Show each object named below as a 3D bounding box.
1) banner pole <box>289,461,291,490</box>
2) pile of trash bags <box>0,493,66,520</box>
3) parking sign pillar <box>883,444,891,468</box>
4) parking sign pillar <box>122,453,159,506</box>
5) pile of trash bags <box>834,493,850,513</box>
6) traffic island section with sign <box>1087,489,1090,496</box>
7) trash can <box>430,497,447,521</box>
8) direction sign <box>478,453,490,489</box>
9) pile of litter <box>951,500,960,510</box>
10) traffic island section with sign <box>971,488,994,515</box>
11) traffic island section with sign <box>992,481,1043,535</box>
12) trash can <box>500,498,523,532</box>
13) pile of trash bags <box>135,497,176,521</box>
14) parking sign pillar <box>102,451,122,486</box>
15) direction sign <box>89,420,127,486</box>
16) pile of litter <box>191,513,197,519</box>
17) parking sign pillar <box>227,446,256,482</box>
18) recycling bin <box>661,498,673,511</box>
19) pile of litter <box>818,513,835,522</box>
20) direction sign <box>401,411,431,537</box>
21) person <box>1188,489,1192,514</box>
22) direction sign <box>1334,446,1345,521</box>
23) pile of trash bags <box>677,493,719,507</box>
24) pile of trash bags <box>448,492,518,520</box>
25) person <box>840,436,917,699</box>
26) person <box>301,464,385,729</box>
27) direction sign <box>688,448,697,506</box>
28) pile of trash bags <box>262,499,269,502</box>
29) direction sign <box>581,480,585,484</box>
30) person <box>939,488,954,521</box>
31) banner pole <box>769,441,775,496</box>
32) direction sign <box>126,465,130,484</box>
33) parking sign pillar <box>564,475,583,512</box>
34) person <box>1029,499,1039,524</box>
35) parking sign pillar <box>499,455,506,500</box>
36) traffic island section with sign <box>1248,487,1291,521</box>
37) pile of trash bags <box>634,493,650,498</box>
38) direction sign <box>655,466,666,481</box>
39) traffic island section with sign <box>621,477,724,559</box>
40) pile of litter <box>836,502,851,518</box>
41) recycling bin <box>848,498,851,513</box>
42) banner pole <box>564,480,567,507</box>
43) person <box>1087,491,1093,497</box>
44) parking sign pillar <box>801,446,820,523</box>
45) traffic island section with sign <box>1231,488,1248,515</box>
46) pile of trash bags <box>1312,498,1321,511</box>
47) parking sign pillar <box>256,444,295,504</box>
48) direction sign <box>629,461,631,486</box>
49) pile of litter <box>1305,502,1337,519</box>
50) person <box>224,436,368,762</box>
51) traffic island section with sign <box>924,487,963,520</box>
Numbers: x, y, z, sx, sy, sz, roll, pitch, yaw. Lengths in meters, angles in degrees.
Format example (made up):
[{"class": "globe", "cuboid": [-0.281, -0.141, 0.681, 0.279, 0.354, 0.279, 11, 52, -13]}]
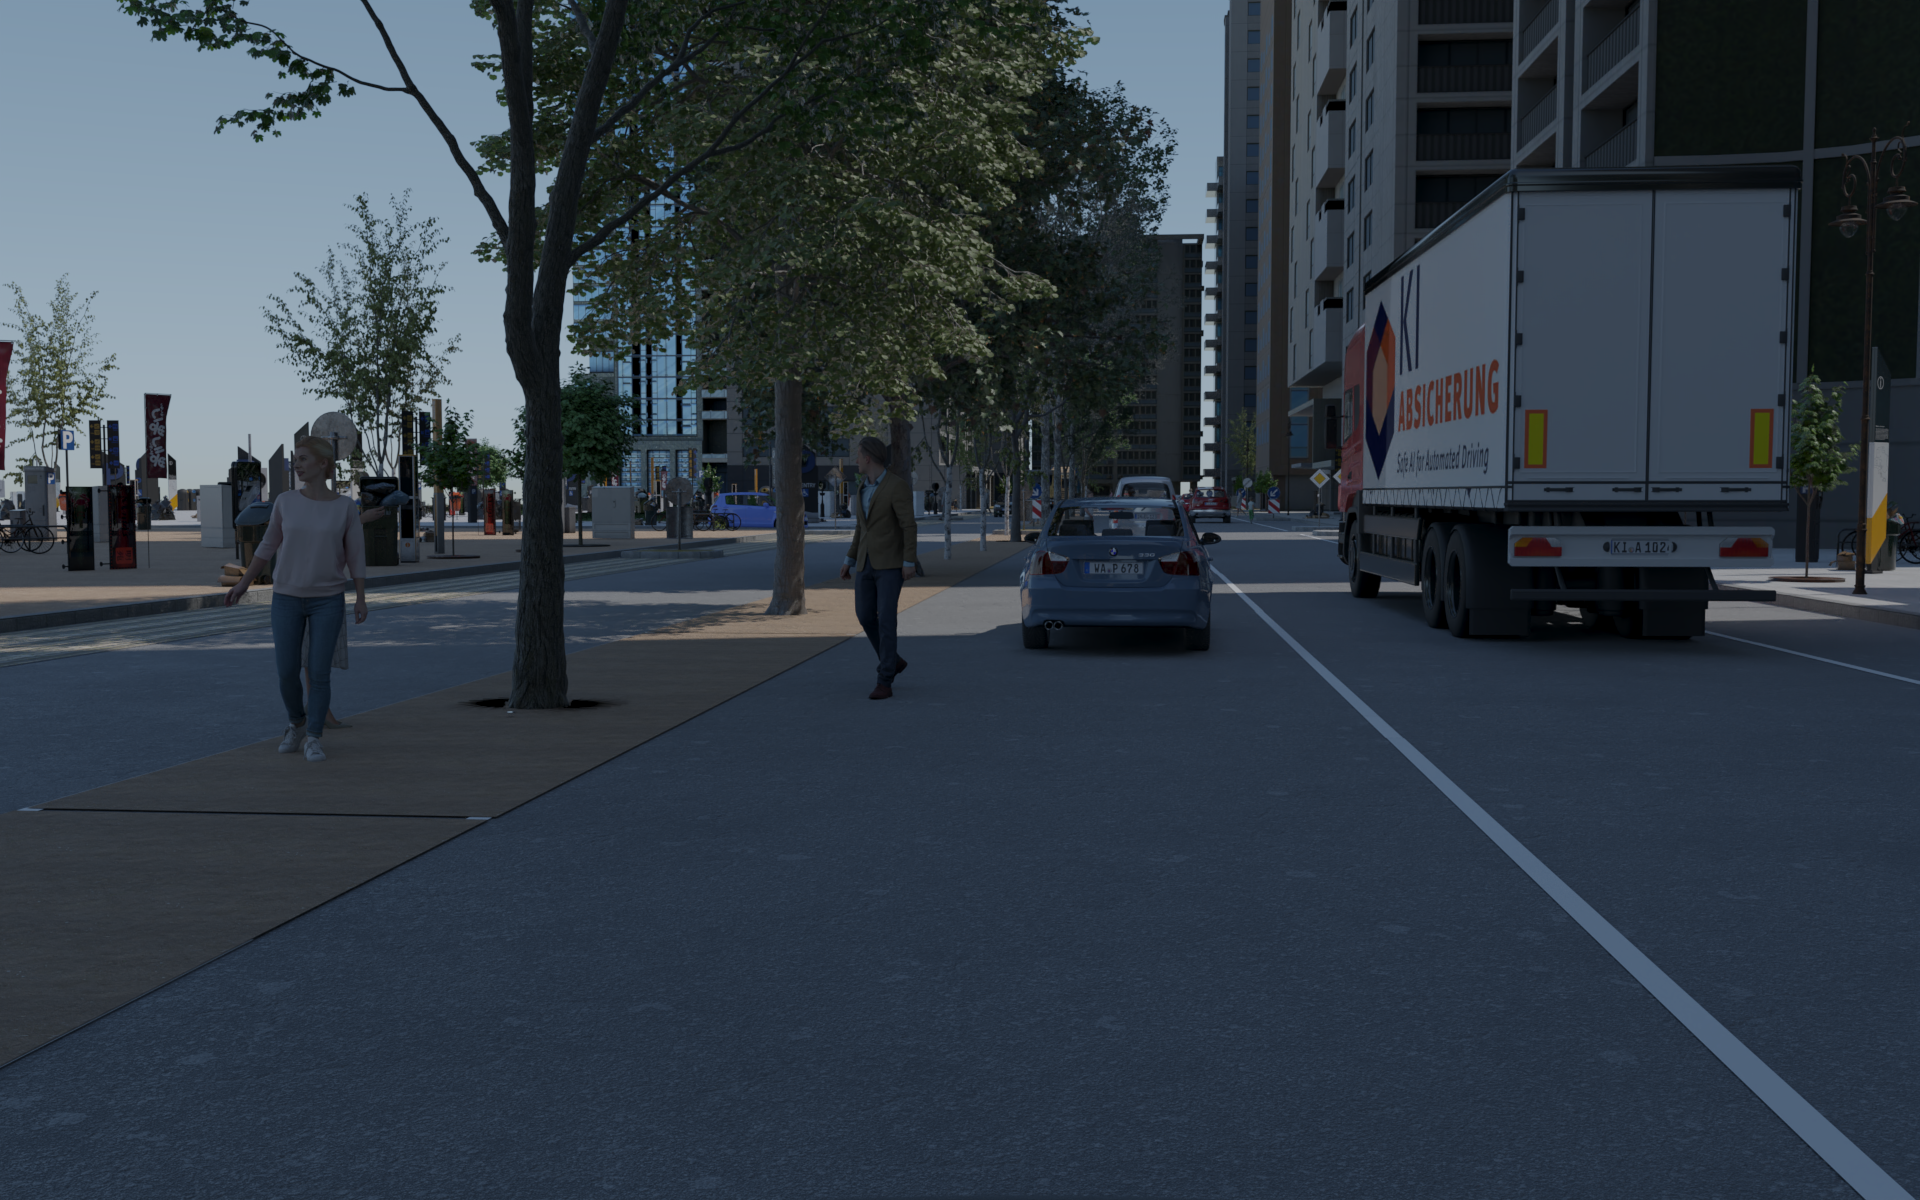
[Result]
[{"class": "banner pole", "cuboid": [-44.942, -7.681, 115.595, 0.863, 3.779, 0.401, 0, 4, 2]}, {"class": "pile of trash bags", "cuboid": [-46.426, -4.713, 86.804, 3.447, 1.369, 1.912, -1, 4, -20]}, {"class": "parking sign pillar", "cuboid": [-4.113, -6.181, 89.527, 1.447, 3.967, 1.447, -1, 4, -18]}, {"class": "parking sign pillar", "cuboid": [-42.238, -6.207, 89.949, 1.447, 3.967, 1.447, 1, 4, 12]}, {"class": "pile of trash bags", "cuboid": [-8.371, -6.274, 112.327, 1.912, 1.369, 3.447, 3, 5, 39]}, {"class": "traffic island section with sign", "cuboid": [10.449, -8.284, 143.586, 2.006, 1.907, 1.989, 0, 4, 6]}, {"class": "trash can", "cuboid": [-23.880, -4.143, 79.392, 0.748, 1.137, 0.748, 0, 3, 0]}, {"class": "direction sign", "cuboid": [-26.064, -6.282, 94.706, 0.876, 3.537, 0.379, 1, 4, 19]}, {"class": "pile of litter", "cuboid": [-0.634, -7.719, 140.168, 1.176, 0.858, 1.719, 0, 4, -4]}, {"class": "traffic island section with sign", "cuboid": [1.821, -6.904, 121.503, 1.989, 1.847, 2.006, 0, 4, 6]}, {"class": "traffic island section with sign", "cuboid": [2.224, -3.261, 61.450, 2.006, 1.907, 1.989, 0, 4, 6]}, {"class": "trash can", "cuboid": [-15.071, -2.848, 58.214, 0.748, 1.137, 0.748, 0, 3, 0]}, {"class": "pile of trash bags", "cuboid": [-40.213, -4.593, 84.848, 3.447, 1.369, 1.912, 1, 4, 12]}, {"class": "parking sign pillar", "cuboid": [-52.964, -7.339, 108.460, 1.447, 3.967, 1.447, -3, 4, -38]}, {"class": "direction sign", "cuboid": [-26.171, -3.734, 53.041, 0.876, 3.537, 0.379, 0, 4, -5]}, {"class": "pile of litter", "cuboid": [-40.012, -4.734, 91.371, 1.176, 0.858, 1.719, 0, 4, -5]}, {"class": "parking sign pillar", "cuboid": [-39.924, -6.653, 97.242, 1.447, 3.967, 1.447, 0, 4, 3]}, {"class": "recycling bin", "cuboid": [-21.159, -6.869, 124.858, 0.722, 1.027, 0.722, 1, 4, 9]}, {"class": "pile of litter", "cuboid": [-6.866, -3.998, 79.333, 1.719, 0.858, 1.176, 3, 5, 41]}, {"class": "direction sign", "cuboid": [-14.873, -3.392, 47.457, 0.379, 3.537, 0.876, 3, 5, 41]}, {"class": "person", "cuboid": [16.022, -6.875, 121.077, 0.590, 1.801, 0.661, 2, 4, 30]}, {"class": "direction sign", "cuboid": [18.129, -5.501, 81.943, 0.876, 3.537, 0.379, -1, 4, -10]}, {"class": "pile of trash bags", "cuboid": [-20.210, -7.553, 133.246, 3.447, 1.369, 1.912, 0, 4, 2]}, {"class": "pile of trash bags", "cuboid": [-23.726, -4.682, 86.300, 3.447, 1.369, 1.912, -2, 4, -32]}, {"class": "person", "cuboid": [-0.582, -0.245, 12.413, 0.656, 1.842, 0.836, 1, 4, 15]}, {"class": "person", "cuboid": [-3.816, -0.093, 10.584, 0.524, 1.755, 0.480, -2, 4, -32]}, {"class": "direction sign", "cuboid": [-13.140, -5.696, 85.121, 0.379, 3.537, 0.876, 1, 4, 16]}, {"class": "pile of trash bags", "cuboid": [-55.395, -7.709, 135.799, 1.912, 1.369, 3.447, 0, 4, -1]}, {"class": "direction sign", "cuboid": [-29.154, -8.615, 132.849, 0.876, 3.537, 0.379, -3, 5, -40]}, {"class": "person", "cuboid": [-0.748, -5.127, 92.608, 0.850, 1.792, 0.678, 1, 4, 14]}, {"class": "banner pole", "cuboid": [-8.865, -5.639, 82.217, 0.401, 3.779, 0.863, -3, 5, -44]}, {"class": "direction sign", "cuboid": [-65.800, -8.845, 136.618, 0.379, 3.537, 0.876, 1, 4, 18]}, {"class": "parking sign pillar", "cuboid": [-27.984, -8.359, 125.149, 1.447, 3.967, 1.447, 2, 4, 30]}, {"class": "person", "cuboid": [3.537, -4.529, 82.800, 0.529, 1.795, 0.600, 3, 4, 38]}, {"class": "parking sign pillar", "cuboid": [-31.313, -7.956, 118.551, 1.447, 3.967, 1.447, -1, 4, -12]}, {"class": "traffic island section with sign", "cuboid": [16.595, -5.131, 92.523, 1.989, 1.847, 2.006, 0, 4, 6]}, {"class": "pile of trash bags", "cuboid": [-24.464, -7.618, 134.307, 1.912, 1.369, 3.447, -1, 4, -22]}, {"class": "direction sign", "cuboid": [-23.841, -8.935, 138.077, 0.876, 3.537, 0.379, -1, 4, -12]}, {"class": "traffic island section with sign", "cuboid": [-6.421, -1.862, 39.077, 1.989, 1.847, 2.006, 0, 4, 6]}, {"class": "pile of litter", "cuboid": [-6.440, -4.780, 92.123, 1.176, 0.858, 1.719, 3, 4, 36]}, {"class": "recycling bin", "cuboid": [-7.427, -6.459, 118.152, 0.722, 1.027, 0.722, 1, 4, 13]}, {"class": "banner pole", "cuboid": [-32.474, -9.258, 141.382, 0.401, 3.779, 0.863, 3, 5, 41]}, {"class": "person", "cuboid": [3.630, -2.292, 48.566, 0.523, 1.515, 0.503, -1, 4, -13]}, {"class": "parking sign pillar", "cuboid": [-6.924, -5.373, 76.326, 1.447, 3.967, 1.447, -2, 4, -28]}, {"class": "traffic island section with sign", "cuboid": [19.380, -6.832, 120.333, 1.989, 1.847, 2.006, 0, 4, 6]}, {"class": "pile of trash bags", "cuboid": [27.000, -7.076, 125.447, 1.912, 1.369, 3.447, -1, 4, -21]}, {"class": "parking sign pillar", "cuboid": [-36.634, -6.404, 93.171, 1.447, 3.967, 1.447, 3, 4, 37]}, {"class": "direction sign", "cuboid": [-22.333, -7.672, 117.438, 0.379, 3.537, 0.876, 0, 4, -5]}, {"class": "pile of litter", "cuboid": [18.853, -4.693, 90.688, 1.719, 0.858, 1.176, 2, 4, 33]}, {"class": "person", "cuboid": [-3.589, -0.012, 9.372, 0.731, 1.740, 0.598, -1, 4, -18]}, {"class": "traffic island section with sign", "cuboid": [-0.853, -5.262, 94.661, 1.989, 1.847, 2.006, 0, 4, 6]}]
